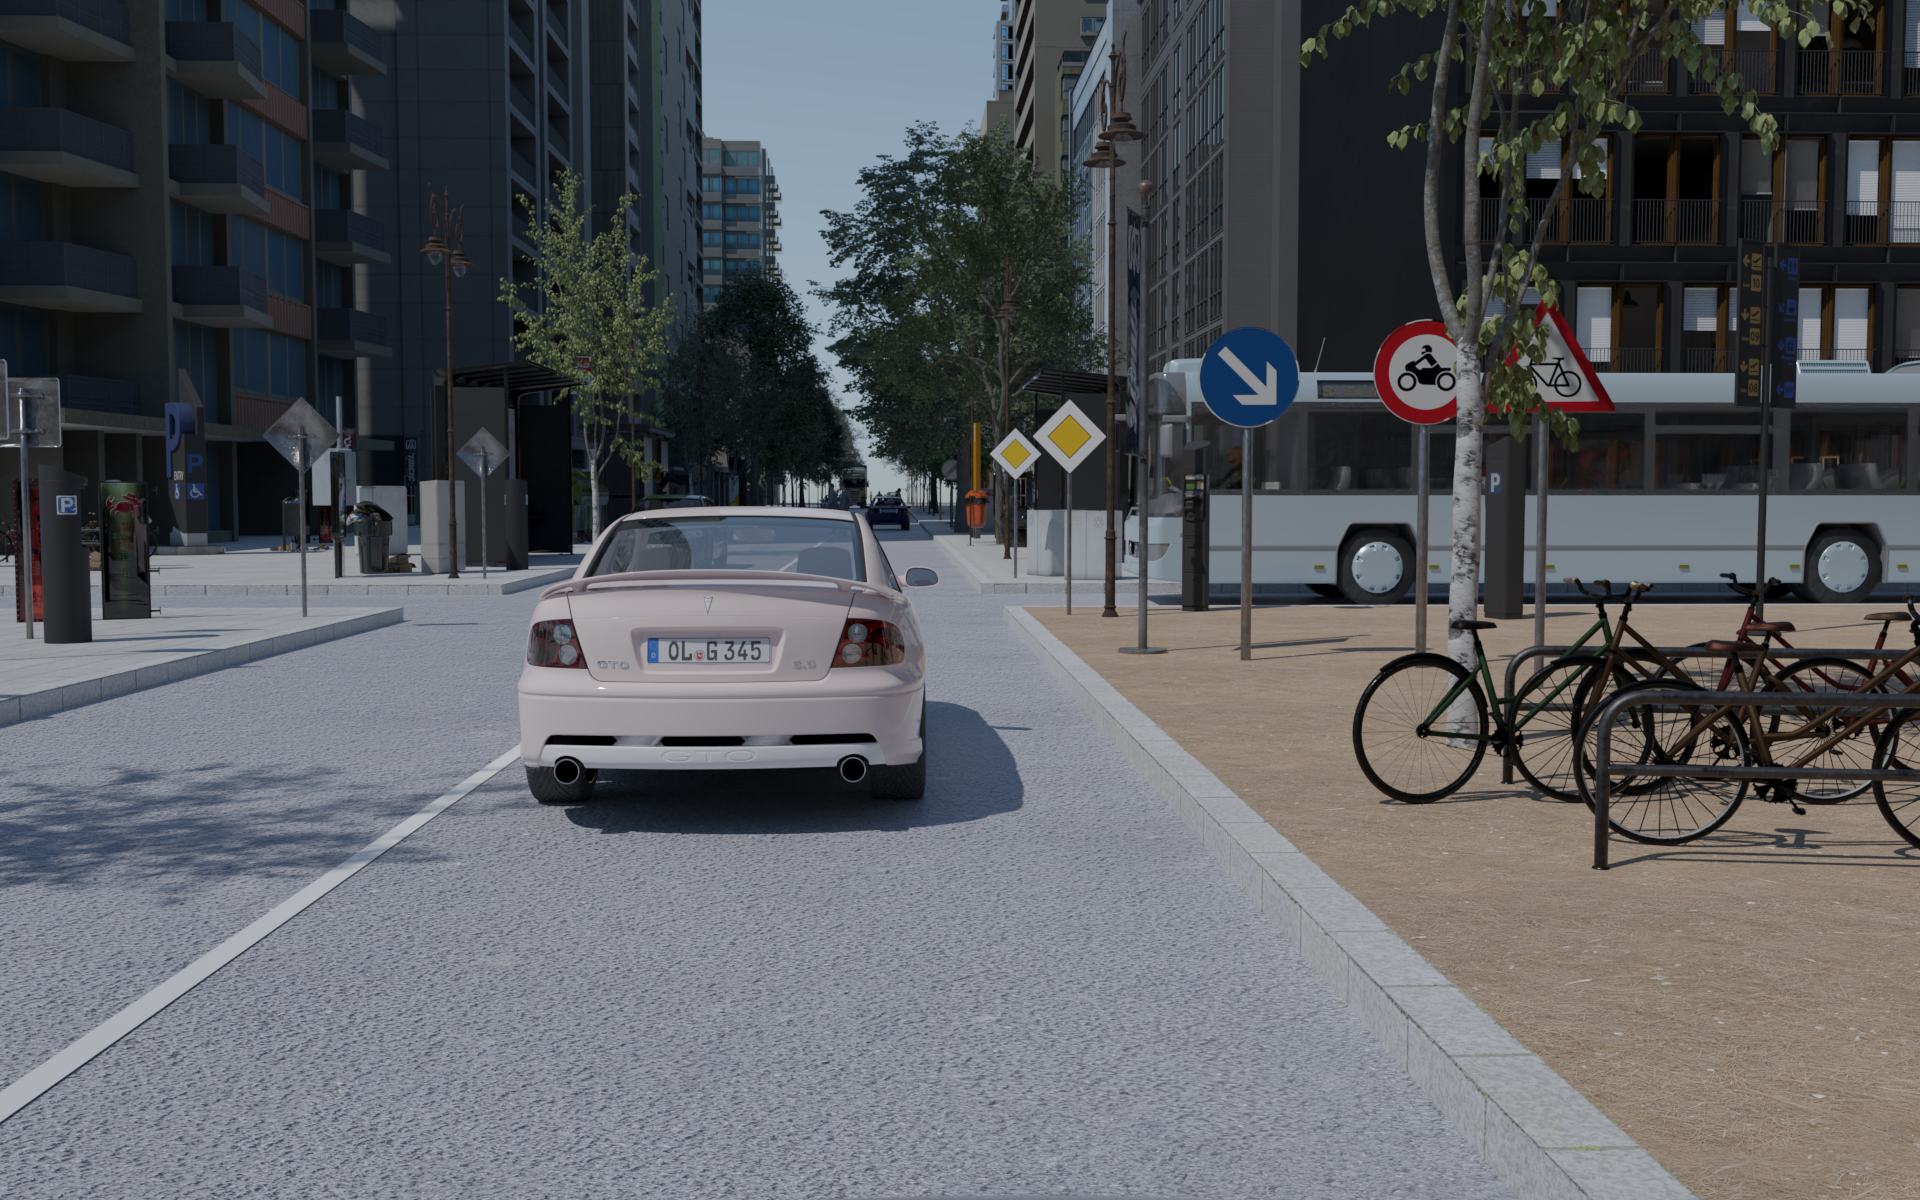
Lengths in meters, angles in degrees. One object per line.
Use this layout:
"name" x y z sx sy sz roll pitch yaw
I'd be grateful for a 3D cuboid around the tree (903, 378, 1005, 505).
"tree" -0.251 -8.511 89.510 4.360 8.622 3.978 0 3 0

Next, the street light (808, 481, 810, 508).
"street light" -11.873 -9.991 136.140 0.468 5.910 1.993 0 4 -2

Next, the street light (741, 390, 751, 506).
"street light" -9.578 -6.387 77.218 0.468 5.910 1.993 0 4 -2

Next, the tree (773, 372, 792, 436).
"tree" -9.297 -7.406 71.448 4.360 8.622 3.978 0 3 0

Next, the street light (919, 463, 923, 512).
"street light" -2.673 -9.419 126.793 0.468 5.910 1.993 0 4 -2

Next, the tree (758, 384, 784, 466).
"tree" -12.534 -11.998 130.584 8.767 10.594 7.601 0 4 2

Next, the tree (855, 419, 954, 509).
"tree" -2.594 -14.734 151.271 12.009 13.543 11.850 0 3 0

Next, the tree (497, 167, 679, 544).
"tree" -8.286 -5.431 39.156 4.737 8.622 4.395 0 3 0

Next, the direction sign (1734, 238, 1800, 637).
"direction sign" 7.273 -1.447 15.660 0.876 3.537 0.379 -2 4 -32

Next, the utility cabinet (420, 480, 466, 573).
"utility cabinet" -8.425 -1.194 28.201 0.318 1.500 1.173 0 4 5

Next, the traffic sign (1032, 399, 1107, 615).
"traffic sign" 1.152 -0.897 18.309 0.795 2.450 0.064 0 4 -2

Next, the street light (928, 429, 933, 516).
"street light" -1.540 -7.842 101.012 0.468 5.910 1.993 0 4 -2

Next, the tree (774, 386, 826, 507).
"tree" -10.684 -9.586 107.097 4.737 8.622 4.395 0 3 0

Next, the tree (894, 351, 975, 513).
"tree" -1.770 -11.649 116.215 9.928 11.665 9.643 0 3 0

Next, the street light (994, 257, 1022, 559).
"street light" 0.936 -3.746 34.029 0.468 5.910 1.993 0 4 -2

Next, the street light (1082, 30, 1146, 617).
"street light" 1.569 -2.761 17.925 0.468 5.910 1.993 0 4 -2

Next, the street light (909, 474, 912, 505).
"street light" -4.725 -12.514 177.399 0.468 5.910 1.993 0 4 -2

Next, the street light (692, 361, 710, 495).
"street light" -9.008 -5.349 60.244 0.468 5.910 1.993 0 4 -2

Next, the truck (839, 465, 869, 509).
"truck" -10.304 -11.023 169.140 2.839 4.237 11.283 0 4 -3

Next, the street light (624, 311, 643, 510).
"street light" -8.237 -4.334 43.651 0.468 5.910 1.993 0 4 -2

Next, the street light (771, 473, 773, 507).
"street light" -10.189 -7.403 93.819 0.468 5.910 1.993 0 4 -2

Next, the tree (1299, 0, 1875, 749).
"tree" 2.789 -3.556 8.509 4.737 8.622 4.395 0 3 0

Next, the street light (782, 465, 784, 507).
"street light" -10.507 -7.943 102.653 0.468 5.910 1.993 0 4 -2

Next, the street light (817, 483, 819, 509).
"street light" -12.531 -11.006 152.737 0.468 5.910 1.993 0 4 -2

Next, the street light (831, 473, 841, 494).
"street light" -14.524 -14.053 202.547 0.468 5.910 1.993 0 4 -2

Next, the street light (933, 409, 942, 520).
"street light" -0.956 -6.827 84.411 0.468 5.910 1.993 0 4 -2

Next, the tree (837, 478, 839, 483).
"tree" -16.297 -17.733 240.288 4.360 8.622 3.978 0 3 0

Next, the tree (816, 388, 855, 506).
"tree" -15.242 -17.255 192.494 12.009 13.543 11.850 0 3 0

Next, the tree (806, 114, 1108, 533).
"tree" 0.007 -9.230 57.567 9.857 13.997 8.962 0 3 0

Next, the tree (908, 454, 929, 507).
"tree" -3.348 -13.589 172.547 4.737 8.622 4.395 0 3 0

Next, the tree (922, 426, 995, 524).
"tree" 0.072 -5.586 75.046 4.285 4.588 4.351 0 3 0

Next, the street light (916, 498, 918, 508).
"street light" -3.290 -10.435 143.392 0.468 5.910 1.993 0 4 -2

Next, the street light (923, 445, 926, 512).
"street light" -1.934 -8.357 109.420 0.468 5.910 1.993 0 4 -2

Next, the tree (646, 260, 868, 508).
"tree" -10.168 -10.268 84.885 9.611 12.733 9.660 0 3 0

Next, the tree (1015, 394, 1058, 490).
"tree" 3.964 -9.025 97.929 4.360 8.622 3.978 0 3 0

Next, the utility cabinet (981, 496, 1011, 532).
"utility cabinet" 1.217 -2.894 58.484 1.020 1.237 0.306 0 4 3

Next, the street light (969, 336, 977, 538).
"street light" 0.364 -4.771 50.798 0.468 5.910 1.993 0 4 -2

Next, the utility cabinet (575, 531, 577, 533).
"utility cabinet" -12.563 -2.837 57.540 1.020 1.237 0.306 2 4 32

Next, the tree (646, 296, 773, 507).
"tree" -9.901 -6.983 64.534 4.360 8.622 3.978 0 3 0

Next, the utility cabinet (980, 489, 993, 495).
"utility cabinet" 0.740 -3.751 70.000 1.173 1.500 0.318 2 4 26

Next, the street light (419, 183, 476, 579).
"street light" -7.695 -3.264 26.147 0.468 5.910 1.993 0 4 -2

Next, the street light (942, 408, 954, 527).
"street light" -0.333 -5.795 67.544 0.468 5.910 1.993 0 4 -2

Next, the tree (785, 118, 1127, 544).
"tree" 0.734 -6.707 44.066 7.601 10.594 8.767 -2 4 -27

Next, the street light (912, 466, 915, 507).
"street light" -3.976 -11.453 160.044 0.468 5.910 1.993 0 4 -2
